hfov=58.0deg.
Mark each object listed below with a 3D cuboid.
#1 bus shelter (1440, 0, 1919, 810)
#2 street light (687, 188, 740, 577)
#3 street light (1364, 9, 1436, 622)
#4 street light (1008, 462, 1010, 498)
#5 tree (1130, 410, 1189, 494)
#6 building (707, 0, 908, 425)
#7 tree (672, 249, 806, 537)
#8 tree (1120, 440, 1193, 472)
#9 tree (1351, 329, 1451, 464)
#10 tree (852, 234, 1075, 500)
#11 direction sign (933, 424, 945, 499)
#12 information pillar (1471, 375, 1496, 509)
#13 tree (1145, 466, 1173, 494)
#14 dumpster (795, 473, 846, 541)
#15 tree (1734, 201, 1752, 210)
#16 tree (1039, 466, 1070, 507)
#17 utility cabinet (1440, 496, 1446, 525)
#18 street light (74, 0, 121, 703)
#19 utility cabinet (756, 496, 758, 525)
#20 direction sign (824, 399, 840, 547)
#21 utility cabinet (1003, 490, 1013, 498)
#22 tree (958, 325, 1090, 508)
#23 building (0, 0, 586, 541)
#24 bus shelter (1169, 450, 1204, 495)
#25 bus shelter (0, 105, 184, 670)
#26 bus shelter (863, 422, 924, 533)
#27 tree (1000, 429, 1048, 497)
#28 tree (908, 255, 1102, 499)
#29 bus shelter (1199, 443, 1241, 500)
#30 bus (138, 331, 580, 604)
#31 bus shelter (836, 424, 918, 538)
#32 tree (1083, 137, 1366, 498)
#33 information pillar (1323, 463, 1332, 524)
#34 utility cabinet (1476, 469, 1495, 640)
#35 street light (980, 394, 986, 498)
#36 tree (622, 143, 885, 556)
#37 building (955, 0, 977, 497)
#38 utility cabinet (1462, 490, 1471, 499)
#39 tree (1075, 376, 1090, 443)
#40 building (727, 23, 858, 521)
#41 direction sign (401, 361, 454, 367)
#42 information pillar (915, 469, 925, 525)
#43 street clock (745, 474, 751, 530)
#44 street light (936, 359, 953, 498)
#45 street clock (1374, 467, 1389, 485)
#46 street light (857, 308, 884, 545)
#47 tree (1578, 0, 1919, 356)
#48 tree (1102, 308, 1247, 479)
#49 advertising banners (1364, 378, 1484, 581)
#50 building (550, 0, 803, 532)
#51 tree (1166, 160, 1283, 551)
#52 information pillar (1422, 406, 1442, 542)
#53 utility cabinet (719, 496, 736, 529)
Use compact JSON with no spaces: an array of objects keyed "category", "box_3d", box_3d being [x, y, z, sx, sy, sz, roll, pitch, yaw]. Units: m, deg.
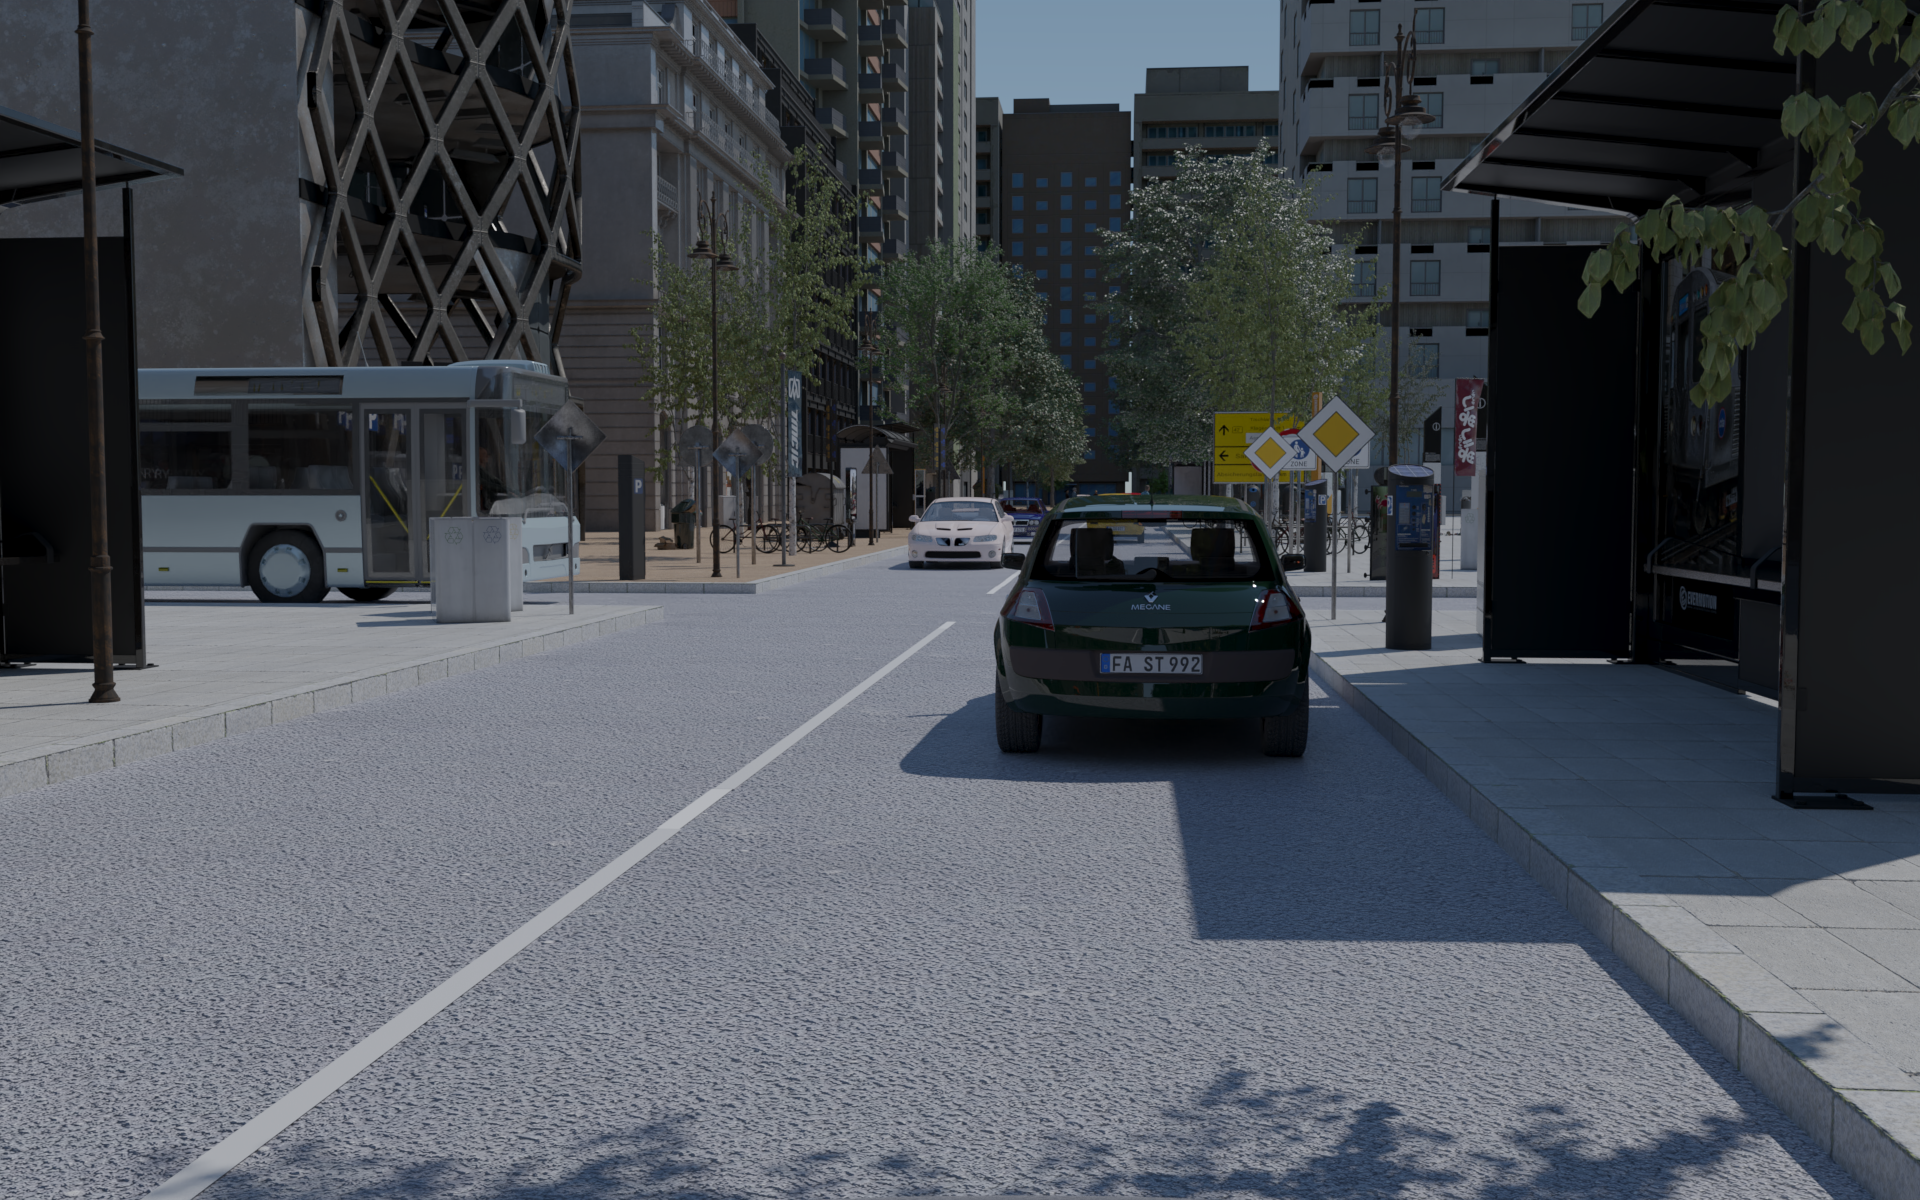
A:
[{"category":"bus shelter","box_3d":[4.195,-1.148,10.053,1.731,3.624,6.357,0,4,5]},{"category":"street light","box_3d":[-3.759,-3.289,26.571,0.468,5.910,1.993,0,4,5]},{"category":"street light","box_3d":[4.320,-2.715,17.186,0.468,5.910,1.993,0,4,5]},{"category":"street light","box_3d":[2.650,-7.375,93.376,0.468,5.910,1.993,0,4,5]},{"category":"tree","box_3d":[16.316,-13.021,138.642,9.928,11.665,9.643,0,3,0]},{"category":"building","box_3d":[-15.398,-28.272,116.868,22.147,44.769,28.867,0,4,5]},{"category":"tree","box_3d":[-6.555,-6.200,51.727,4.360,8.622,3.978,0,3,0]},{"category":"tree","box_3d":[17.386,-13.128,149.060,7.601,10.594,8.767,2,4,27]},{"category":"tree","box_3d":[19.464,-7.727,76.701,4.360,8.622,3.978,0,3,0]},{"category":"tree","box_3d":[-0.805,-8.785,69.394,9.928,11.665,9.643,0,3,0]},{"category":"direction sign","box_3d":[-0.667,-3.915,56.008,0.379,3.537,0.876,1,4,23]},{"category":"information pillar","box_3d":[10.272,-2.607,33.976,0.504,3.616,0.183,1,4,22]},{"category":"tree","box_3d":[13.583,-7.446,116.337,1.663,3.219,1.824,0,3,0]},{"category":"dumpster","box_3d":[-3.886,-2.570,47.785,1.264,1.857,1.865,0,4,5]},{"category":"tree","box_3d":[22.227,-7.317,45.396,9.928,11.665,9.643,0,3,0]},{"category":"tree","box_3d":[9.570,-11.894,178.172,4.285,4.588,4.351,0,3,0]},{"category":"utility cabinet","box_3d":[19.611,-3.703,71.703,0.306,1.237,1.020,-3,4,-38]},{"category":"street light","box_3d":[-5.288,-2.308,10.526,0.468,5.910,1.993,0,4,5]},{"category":"utility cabinet","box_3d":[-7.527,-3.188,63.289,0.306,1.237,1.020,0,4,-6]},{"category":"direction sign","box_3d":[-3.109,-3.052,41.904,0.379,3.537,0.876,-1,4,-20]},{"category":"utility cabinet","box_3d":[2.651,-5.631,100.753,0.318,1.500,1.173,2,4,32]},{"category":"tree","box_3d":[2.559,-11.202,101.278,7.486,12.596,7.792,0,3,0]},{"category":"building","box_3d":[-18.459,-10.763,43.427,16.820,18.784,16.811,0,4,5]},{"category":"bus shelter","box_3d":[10.909,-5.375,81.811,2.014,3.302,5.546,0,4,6]},{"category":"bus shelter","box_3d":[-6.753,-1.123,9.650,1.731,3.624,6.357,0,4,5]},{"category":"bus shelter","box_3d":[-2.426,-4.174,59.527,1.731,3.624,6.357,0,4,5]},{"category":"tree","box_3d":[4.338,-9.957,113.156,4.360,8.622,3.978,0,3,0]},{"category":"tree","box_3d":[1.588,-10.174,83.358,9.611,12.733,9.660,0,3,0]},{"category":"bus shelter","box_3d":[11.113,-5.787,72.243,2.179,5.291,8.768,0,4,5]},{"category":"bus","box_3d":[-10.877,-1.688,22.462,13.247,3.499,2.948,0,4,6]},{"category":"bus shelter","box_3d":[-2.616,-3.612,52.986,2.014,3.302,5.546,0,4,6]},{"category":"tree","box_3d":[9.352,-9.460,61.330,9.857,13.997,8.962,0,3,0]},{"category":"information pillar","box_3d":[14.204,-4.622,66.918,0.504,3.616,0.183,-3,5,-42]},{"category":"utility cabinet","box_3d":[4.788,-0.406,15.320,0.318,1.500,1.173,1,4,12]},{"category":"street light","box_3d":[0.973,-6.365,76.850,0.468,5.910,1.993,0,4,5]},{"category":"tree","box_3d":[-3.719,-5.232,35.898,4.737,8.622,4.395,0,3,0]},{"category":"building","box_3d":[-9.524,-44.076,158.888,20.611,71.187,20.563,0,4,5]},{"category":"utility cabinet","box_3d":[28.450,-5.343,96.032,1.173,1.500,0.318,1,4,19]},{"category":"tree","box_3d":[5.340,-12.059,122.920,9.928,11.665,9.643,0,3,0]},{"category":"building","box_3d":[-12.658,-15.937,90.251,12.332,23.373,15.834,0,4,5]},{"category":"direction sign","box_3d":[-9.099,-2.307,29.718,0.876,3.537,0.379,-2,4,-24]},{"category":"information pillar","box_3d":[-1.178,-2.850,51.090,0.304,2.012,0.304,0,4,1]},{"category":"street clock","box_3d":[-7.395,-3.454,61.035,0.358,2.002,0.471,0,4,0]},{"category":"street light","box_3d":[-0.535,-5.312,59.635,0.468,5.910,1.993,0,4,5]},{"category":"street clock","box_3d":[11.248,-2.534,46.007,0.471,2.002,0.358,0,4,-6]},{"category":"street light","box_3d":[-2.217,-4.301,43.109,0.468,5.910,1.993,0,4,5]},{"category":"tree","box_3d":[3.154,-3.284,4.049,4.737,8.622,4.395,0,3,0]},{"category":"tree","box_3d":[12.601,-11.192,100.004,9.611,12.733,9.660,0,3,0]},{"category":"advertising banners","box_3d":[6.971,-1.820,25.941,2.074,3.025,0.090,-1,4,-21]},{"category":"building","box_3d":[-15.086,-13.971,70.231,13.314,21.916,24.055,0,4,5]},{"category":"tree","box_3d":[7.350,-5.411,38.832,4.737,8.622,4.395,0,3,0]},{"category":"information pillar","box_3d":[12.535,-3.340,45.963,0.504,3.616,0.183,-1,4,-10]},{"category":"utility cabinet","box_3d":[-8.597,-3.253,64.341,0.306,1.237,1.020,2,4,29]}]
